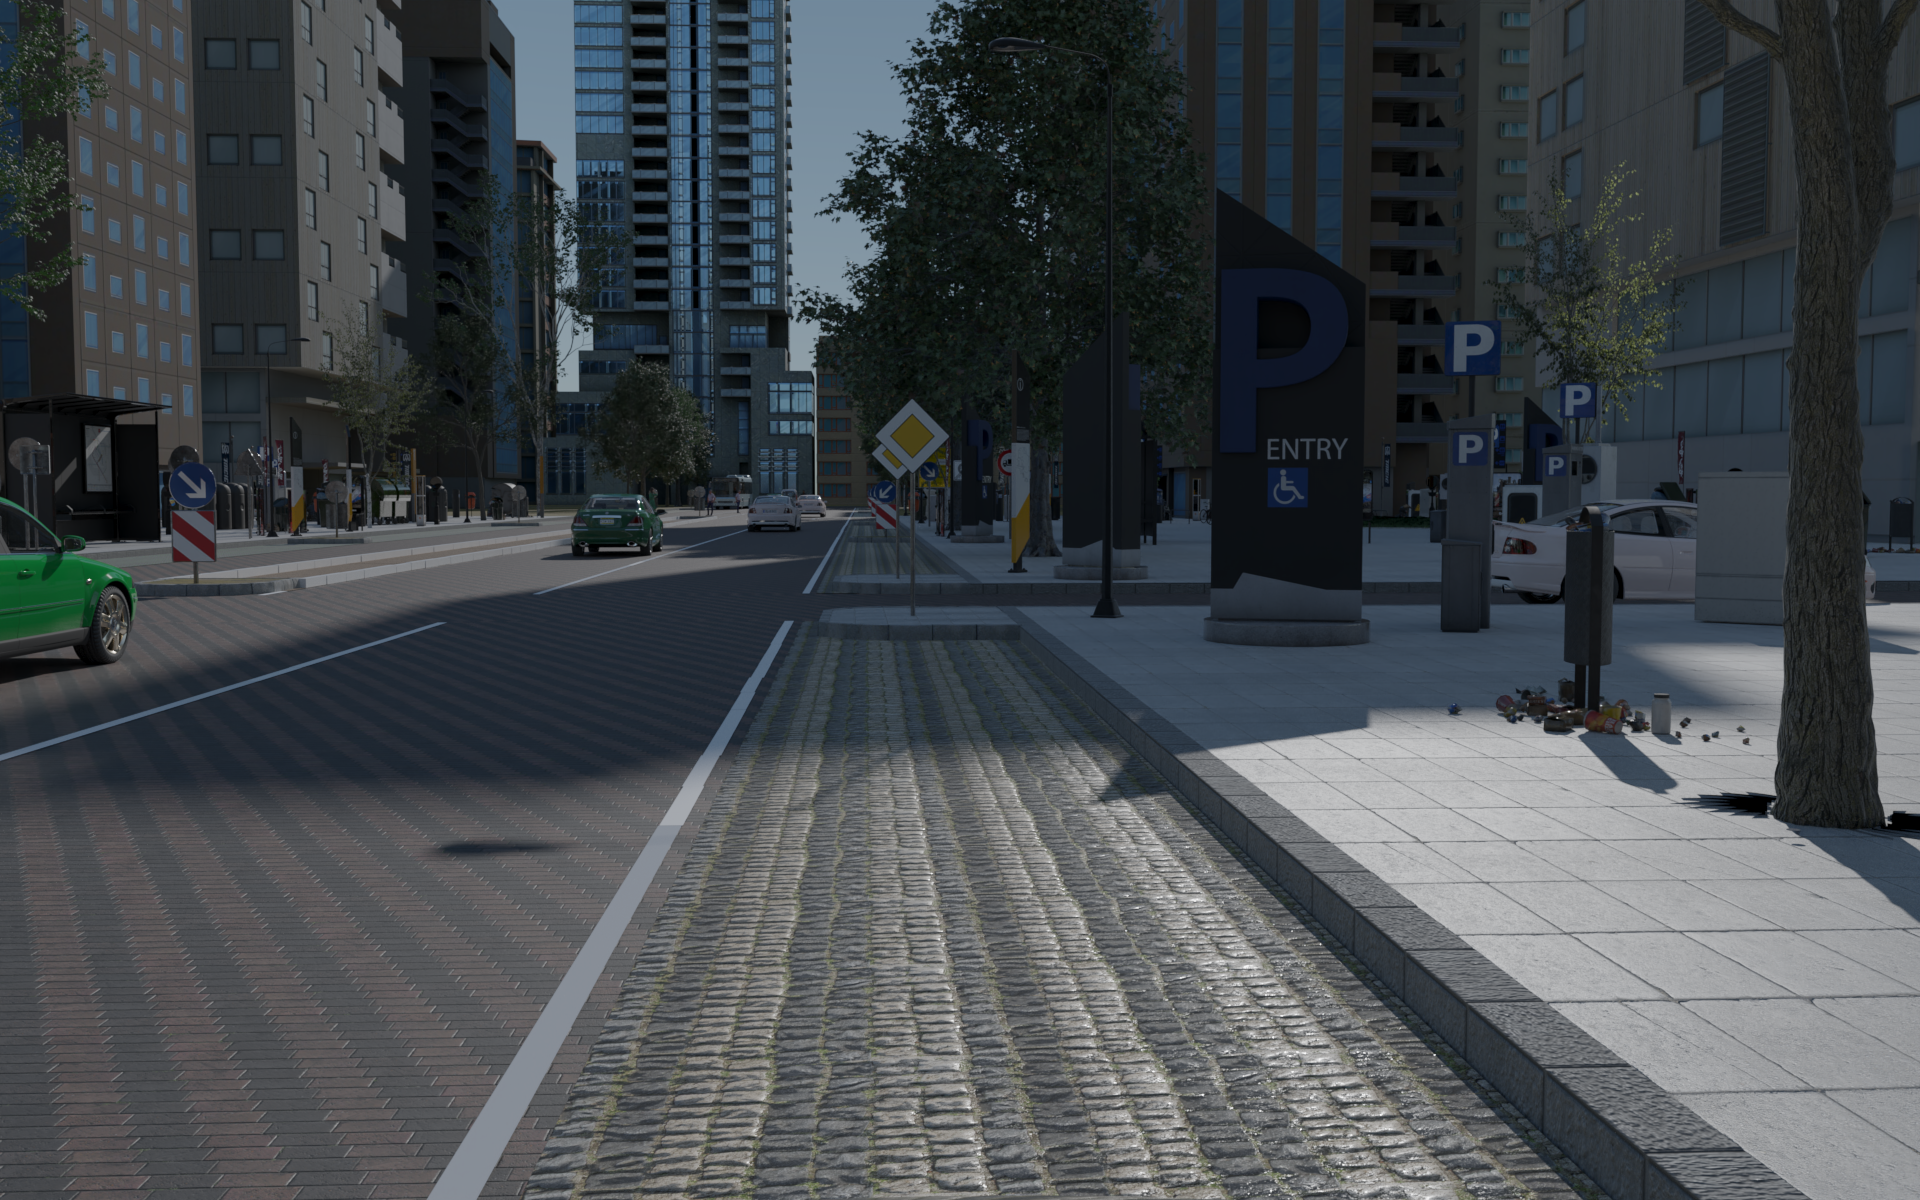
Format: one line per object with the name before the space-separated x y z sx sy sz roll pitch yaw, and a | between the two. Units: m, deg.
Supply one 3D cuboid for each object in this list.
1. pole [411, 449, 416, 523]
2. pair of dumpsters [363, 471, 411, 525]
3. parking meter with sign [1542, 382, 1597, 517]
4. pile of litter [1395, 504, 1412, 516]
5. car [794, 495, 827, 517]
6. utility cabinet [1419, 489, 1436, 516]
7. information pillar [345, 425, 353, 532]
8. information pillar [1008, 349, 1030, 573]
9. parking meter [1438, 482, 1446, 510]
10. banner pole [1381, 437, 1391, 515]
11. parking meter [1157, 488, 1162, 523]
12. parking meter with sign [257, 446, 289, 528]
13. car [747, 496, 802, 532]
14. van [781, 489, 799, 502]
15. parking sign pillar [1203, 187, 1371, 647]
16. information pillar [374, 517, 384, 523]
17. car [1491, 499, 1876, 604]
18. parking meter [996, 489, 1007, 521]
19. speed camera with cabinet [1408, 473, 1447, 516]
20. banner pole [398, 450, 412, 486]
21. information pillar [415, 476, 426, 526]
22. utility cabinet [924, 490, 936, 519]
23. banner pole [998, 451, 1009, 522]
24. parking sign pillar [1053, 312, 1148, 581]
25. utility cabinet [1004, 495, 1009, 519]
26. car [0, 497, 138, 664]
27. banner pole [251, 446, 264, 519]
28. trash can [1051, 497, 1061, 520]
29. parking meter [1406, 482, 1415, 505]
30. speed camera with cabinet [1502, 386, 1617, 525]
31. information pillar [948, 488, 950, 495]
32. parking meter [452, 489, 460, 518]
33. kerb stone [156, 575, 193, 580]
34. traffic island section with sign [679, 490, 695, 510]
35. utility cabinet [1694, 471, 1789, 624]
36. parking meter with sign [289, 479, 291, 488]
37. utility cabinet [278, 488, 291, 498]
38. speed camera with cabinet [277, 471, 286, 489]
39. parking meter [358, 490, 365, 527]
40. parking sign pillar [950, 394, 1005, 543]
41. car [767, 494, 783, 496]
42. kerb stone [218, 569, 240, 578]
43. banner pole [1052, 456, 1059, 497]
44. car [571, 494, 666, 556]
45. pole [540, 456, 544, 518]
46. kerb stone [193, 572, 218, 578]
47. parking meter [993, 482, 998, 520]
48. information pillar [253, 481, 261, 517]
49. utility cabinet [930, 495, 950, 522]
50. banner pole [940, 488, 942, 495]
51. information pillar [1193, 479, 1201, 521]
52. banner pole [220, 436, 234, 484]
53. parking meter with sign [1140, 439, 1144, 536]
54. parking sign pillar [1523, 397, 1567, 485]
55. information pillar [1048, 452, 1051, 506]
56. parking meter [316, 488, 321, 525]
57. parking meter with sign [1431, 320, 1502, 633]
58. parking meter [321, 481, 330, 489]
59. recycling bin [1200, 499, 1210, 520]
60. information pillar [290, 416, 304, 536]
pole | -24.521 -5.133 77.773 0.158 3.312 0.155 0 3 0
pair of dumpsters | -24.335 -4.287 72.590 1.574 2.255 4.437 0 4 -3
parking meter with sign | 9.209 -1.853 26.563 0.543 3.016 1.738 3 4 36
pile of litter | 18.940 -3.689 74.280 1.176 0.858 1.719 -2 4 -23
car | -9.320 -5.837 107.802 2.083 1.381 4.827 0 4 -3
utility cabinet | 18.926 -3.760 70.152 0.318 1.500 1.173 0 4 -2
information pillar | -20.728 -4.122 58.746 0.183 3.616 0.504 -2 4 -28
information pillar | 0.983 -2.257 28.249 0.183 3.616 0.504 2 4 30
parking meter | 24.243 -4.977 87.087 0.255 1.863 0.399 -1 4 -18
banner pole | 18.617 -5.251 75.871 0.401 3.779 0.863 -1 4 -20
parking meter | 8.686 -4.130 75.942 0.372 1.533 0.369 0 3 0
parking meter with sign | -25.434 -4.144 64.012 0.543 3.016 1.738 -1 4 -8
car | -7.184 -3.351 67.143 2.083 1.381 4.827 0 4 -2
van | -15.573 -9.264 158.485 2.013 2.044 4.112 0 4 -3
parking sign pillar | 2.867 -1.630 15.116 1.447 3.967 1.447 1 4 12
information pillar | -25.992 -4.464 77.473 0.304 2.012 0.304 1 4 21
car | 8.860 -0.566 21.610 4.827 1.381 2.083 0 4 -2
parking meter | 1.865 -4.488 81.785 0.372 1.533 0.369 0 3 0
speed camera with cabinet | 20.932 -5.034 76.637 2.038 3.252 0.660 2 4 26
banner pole | -28.775 -6.095 89.674 0.863 3.779 0.401 0 4 2
information pillar | -21.402 -3.930 68.740 0.304 2.012 0.304 0 4 -1
utility cabinet | -1.666 -4.743 86.221 1.173 1.500 0.318 -3 5 -42
banner pole | 2.041 -5.505 80.028 0.401 3.779 0.863 3 5 43
parking sign pillar | 2.146 -2.313 26.287 1.447 3.967 1.447 -3 5 -39
utility cabinet | 2.755 -4.676 87.609 1.020 1.237 0.306 -1 4 -11
car | -7.954 -0.269 13.196 1.959 1.807 4.718 0 4 -2
banner pole | -36.693 -6.143 90.454 0.863 3.779 0.401 -1 4 -12
trash can | 4.590 -4.459 84.552 0.748 1.137 0.748 0 3 0
parking meter | 25.944 -5.770 100.053 0.399 1.863 0.255 2 4 33
speed camera with cabinet | 11.101 -2.312 32.139 0.660 3.252 2.038 -3 4 -38
information pillar | -0.370 -5.518 81.575 0.504 3.616 0.183 1 4 10
parking meter | -27.416 -5.248 94.215 0.372 1.533 0.369 0 3 0
kerb stone | -12.111 -0.273 26.675 0.120 0.150 1.000 0 4 -3
traffic island section with sign | -24.015 -8.943 154.849 1.989 1.847 2.006 0 4 -3
utility cabinet | 7.892 -0.510 17.018 1.173 1.500 0.318 3 5 40
parking meter with sign | -32.991 -5.436 85.144 1.738 3.016 0.543 1 4 16
utility cabinet | -35.716 -5.060 91.416 1.173 1.500 0.318 -2 4 -32
speed camera with cabinet | -26.924 -4.566 68.990 0.660 3.252 2.038 0 4 6
parking meter | -23.608 -3.654 68.150 0.372 1.533 0.369 0 3 0
parking sign pillar | 0.463 -3.504 45.756 1.447 3.967 1.447 1 4 21
car | -14.871 -7.800 139.332 2.131 1.459 4.920 0 4 -3
kerb stone | -12.228 -0.393 28.727 0.120 0.150 1.000 0 4 -3
banner pole | 4.940 -6.135 90.329 0.401 3.779 0.863 2 4 33
car | -8.198 -1.822 41.595 2.131 1.459 4.920 0 4 -5
pole | -22.438 -6.060 92.916 0.158 3.312 0.155 0 3 0
kerb stone | -12.164 -0.336 27.706 0.120 0.150 1.000 0 4 -3
parking meter | 1.702 -4.913 86.030 0.255 1.863 0.399 1 4 20
information pillar | -38.689 -5.556 95.327 0.304 2.012 0.304 1 4 19
utility cabinet | -0.910 -4.254 80.716 1.020 1.237 0.306 1 4 11
banner pole | -0.779 -5.737 83.822 0.401 3.779 0.863 -3 4 -38
information pillar | 11.264 -4.767 82.436 0.304 2.012 0.304 2 4 27
banner pole | -31.260 -5.140 74.062 0.401 3.779 0.863 1 4 22
parking meter with sign | 5.513 -3.507 53.604 0.543 3.016 1.738 1 4 9
parking sign pillar | 16.337 -3.658 48.283 1.447 3.967 1.447 -2 4 -24
information pillar | 3.497 -4.910 71.635 0.504 3.616 0.183 1 4 18
parking meter | -26.514 -3.884 71.920 0.372 1.533 0.369 0 3 0
parking meter with sign | 4.915 -1.253 16.750 0.543 3.016 1.738 1 4 18
parking meter | -28.546 -4.417 77.928 0.399 1.863 0.255 -2 4 -28
recycling bin | 11.960 -4.472 85.678 0.722 1.027 0.722 1 4 11
information pillar | -20.129 -3.743 52.551 0.183 3.616 0.504 1 4 13
